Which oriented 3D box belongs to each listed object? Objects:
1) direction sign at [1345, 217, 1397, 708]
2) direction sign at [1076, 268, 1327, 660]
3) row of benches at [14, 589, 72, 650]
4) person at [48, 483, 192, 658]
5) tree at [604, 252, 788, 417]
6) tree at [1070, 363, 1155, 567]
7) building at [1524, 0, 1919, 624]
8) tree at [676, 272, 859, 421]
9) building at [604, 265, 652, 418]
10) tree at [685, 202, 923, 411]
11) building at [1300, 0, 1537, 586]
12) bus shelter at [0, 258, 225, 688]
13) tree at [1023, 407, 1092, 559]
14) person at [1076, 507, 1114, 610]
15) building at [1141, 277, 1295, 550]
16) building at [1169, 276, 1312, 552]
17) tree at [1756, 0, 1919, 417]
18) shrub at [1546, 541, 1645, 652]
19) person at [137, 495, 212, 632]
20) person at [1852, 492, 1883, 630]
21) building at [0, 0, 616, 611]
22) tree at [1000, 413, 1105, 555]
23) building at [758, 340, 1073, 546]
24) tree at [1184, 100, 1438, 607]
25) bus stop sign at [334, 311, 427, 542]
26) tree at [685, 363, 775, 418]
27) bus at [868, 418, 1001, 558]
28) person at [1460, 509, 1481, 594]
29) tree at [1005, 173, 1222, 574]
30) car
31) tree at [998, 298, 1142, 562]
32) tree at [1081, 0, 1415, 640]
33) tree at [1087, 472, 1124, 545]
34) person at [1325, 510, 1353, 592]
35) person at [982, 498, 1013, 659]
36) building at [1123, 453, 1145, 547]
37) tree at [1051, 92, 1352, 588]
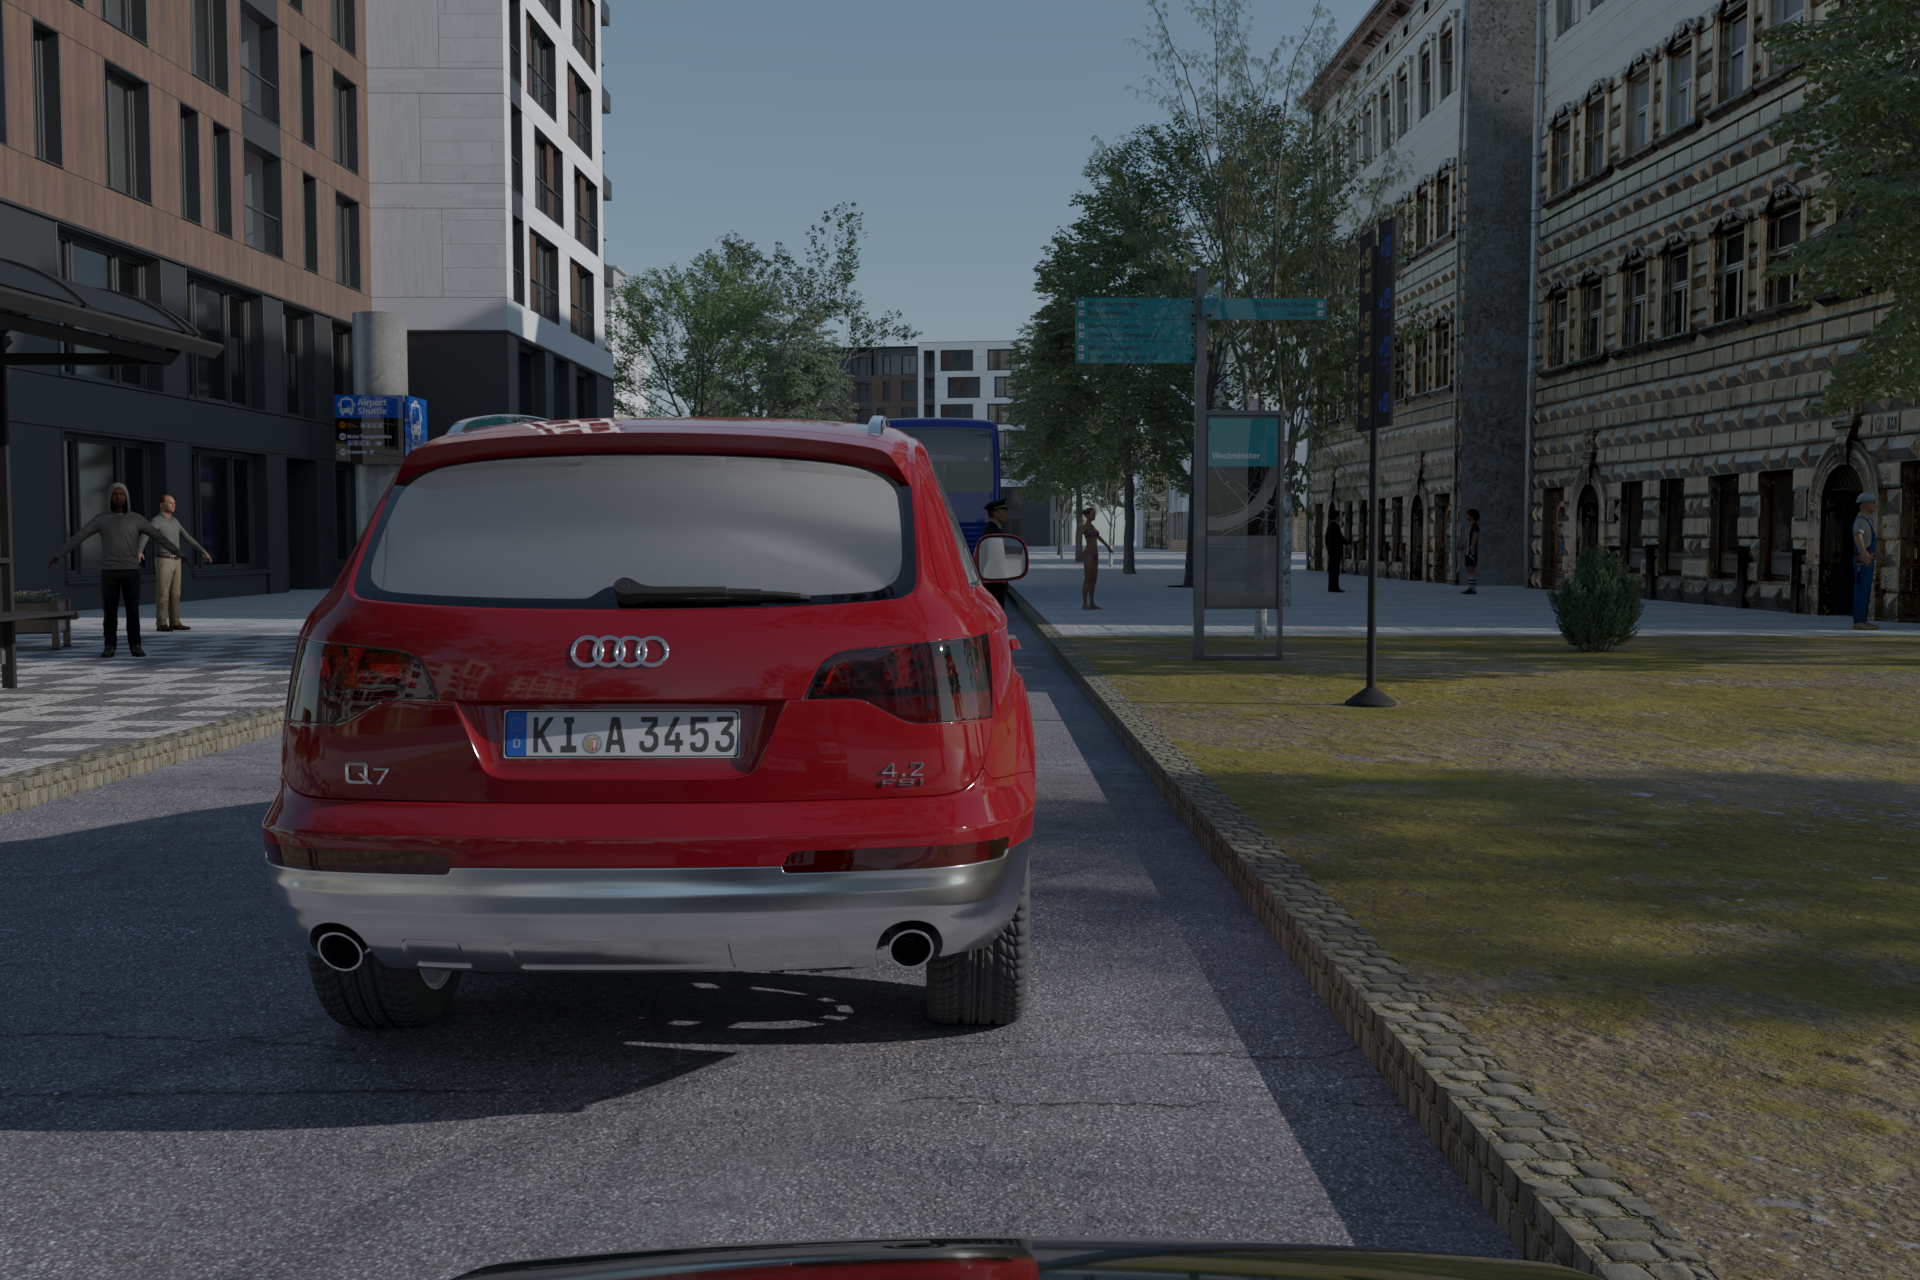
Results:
[{"bbox_3d":[3.079,-1.277,12.878,0.379,3.537,0.876,0,4,-2],"label":"direction sign"},{"bbox_3d":[2.436,-1.725,16.972,2.525,3.948,1.411,0,4,-1],"label":"direction sign"},{"bbox_3d":[-11.841,-0.210,18.900,4.104,0.672,1.422,-1,4,-16],"label":"row of benches"},{"bbox_3d":[-8.749,-0.729,18.054,1.348,1.813,0.705,-2,4,-28],"label":"person"},{"bbox_3d":[-9.982,-8.417,63.377,9.928,11.665,9.643,0,3,0],"label":"tree"},{"bbox_3d":[5.795,-7.126,66.869,4.360,8.622,3.978,0,3,0],"label":"tree"},{"bbox_3d":[22.654,-12.249,31.197,19.493,23.208,18.063,0,4,-1],"label":"building"},{"bbox_3d":[-9.517,-10.792,83.100,9.857,13.997,8.962,0,3,0],"label":"tree"},{"bbox_3d":[-29.060,-16.316,123.194,16.016,20.090,11.380,0,4,-1],"label":"building"},{"bbox_3d":[-8.336,-14.794,97.766,12.611,20.169,13.585,0,3,0],"label":"tree"},{"bbox_3d":[21.526,-13.485,51.411,19.493,23.208,18.063,0,4,0],"label":"building"},{"bbox_3d":[-7.179,-1.097,11.868,2.014,3.302,5.546,0,4,0],"label":"bus shelter"},{"bbox_3d":[5.353,-8.514,89.559,4.360,8.622,3.978,0,3,0],"label":"tree"},{"bbox_3d":[2.282,-1.382,29.404,0.721,1.733,1.217,2,4,33],"label":"person"},{"bbox_3d":[25.918,-19.387,147.906,19.493,23.208,18.063,0,3,0],"label":"building"},{"bbox_3d":[21.394,-16.957,133.668,16.016,20.090,11.380,0,4,-1],"label":"building"},{"bbox_3d":[11.197,-6.021,16.574,7.486,12.596,7.792,0,3,0],"label":"tree"},{"bbox_3d":[6.945,-0.477,18.914,1.383,1.207,1.383,0,3,0],"label":"shrub"},{"bbox_3d":[-10.453,-1.017,22.907,0.705,1.796,1.348,1,4,17],"label":"person"},{"bbox_3d":[12.164,-1.063,23.231,0.705,1.847,1.347,2,4,35],"label":"person"},{"bbox_3d":[-25.272,-12.050,40.991,27.936,21.610,32.646,0,4,-1],"label":"building"},{"bbox_3d":[6.055,-10.406,104.554,8.767,10.594,7.601,-1,4,-9],"label":"tree"},{"bbox_3d":[-4.258,-21.459,197.281,32.646,21.610,27.936,1,4,10],"label":"building"},{"bbox_3d":[6.034,-4.900,30.470,4.737,8.622,4.395,0,3,0],"label":"tree"},{"bbox_3d":[-6.945,-1.946,20.832,0.837,3.901,0.837,0,4,1],"label":"bus stop sign"},{"bbox_3d":[-10.298,-7.541,73.657,4.360,8.622,3.978,0,3,0],"label":"tree"},{"bbox_3d":[-0.485,-2.825,37.734,2.896,3.916,12.251,0,4,0],"label":"bus"},{"bbox_3d":[10.886,-1.884,36.954,0.704,1.843,1.345,0,4,7],"label":"person"},{"bbox_3d":[5.086,-8.388,55.268,7.486,12.596,7.792,0,3,0],"label":"tree"},{"bbox_3d":[-0.840,0.128,6.582,2.281,1.827,5.304,0,4,-1],"label":"car"},{"bbox_3d":[5.177,-9.806,78.450,7.486,12.596,7.792,0,3,0],"label":"tree"},{"bbox_3d":[3.764,-4.322,21.022,4.360,8.622,3.978,0,3,0],"label":"tree"},{"bbox_3d":[17.866,-16.108,197.781,7.601,10.594,8.767,0,4,5],"label":"tree"},{"bbox_3d":[8.304,-1.961,38.242,0.705,1.806,1.347,-1,4,-10],"label":"person"},{"bbox_3d":[0.435,-0.685,19.600,0.705,1.837,1.347,0,4,3],"label":"person"},{"bbox_3d":[22.349,-14.294,175.850,9.099,9.664,28.070,0,3,0],"label":"building"},{"bbox_3d":[5.719,-7.061,41.203,9.928,11.665,9.643,0,3,0],"label":"tree"}]
